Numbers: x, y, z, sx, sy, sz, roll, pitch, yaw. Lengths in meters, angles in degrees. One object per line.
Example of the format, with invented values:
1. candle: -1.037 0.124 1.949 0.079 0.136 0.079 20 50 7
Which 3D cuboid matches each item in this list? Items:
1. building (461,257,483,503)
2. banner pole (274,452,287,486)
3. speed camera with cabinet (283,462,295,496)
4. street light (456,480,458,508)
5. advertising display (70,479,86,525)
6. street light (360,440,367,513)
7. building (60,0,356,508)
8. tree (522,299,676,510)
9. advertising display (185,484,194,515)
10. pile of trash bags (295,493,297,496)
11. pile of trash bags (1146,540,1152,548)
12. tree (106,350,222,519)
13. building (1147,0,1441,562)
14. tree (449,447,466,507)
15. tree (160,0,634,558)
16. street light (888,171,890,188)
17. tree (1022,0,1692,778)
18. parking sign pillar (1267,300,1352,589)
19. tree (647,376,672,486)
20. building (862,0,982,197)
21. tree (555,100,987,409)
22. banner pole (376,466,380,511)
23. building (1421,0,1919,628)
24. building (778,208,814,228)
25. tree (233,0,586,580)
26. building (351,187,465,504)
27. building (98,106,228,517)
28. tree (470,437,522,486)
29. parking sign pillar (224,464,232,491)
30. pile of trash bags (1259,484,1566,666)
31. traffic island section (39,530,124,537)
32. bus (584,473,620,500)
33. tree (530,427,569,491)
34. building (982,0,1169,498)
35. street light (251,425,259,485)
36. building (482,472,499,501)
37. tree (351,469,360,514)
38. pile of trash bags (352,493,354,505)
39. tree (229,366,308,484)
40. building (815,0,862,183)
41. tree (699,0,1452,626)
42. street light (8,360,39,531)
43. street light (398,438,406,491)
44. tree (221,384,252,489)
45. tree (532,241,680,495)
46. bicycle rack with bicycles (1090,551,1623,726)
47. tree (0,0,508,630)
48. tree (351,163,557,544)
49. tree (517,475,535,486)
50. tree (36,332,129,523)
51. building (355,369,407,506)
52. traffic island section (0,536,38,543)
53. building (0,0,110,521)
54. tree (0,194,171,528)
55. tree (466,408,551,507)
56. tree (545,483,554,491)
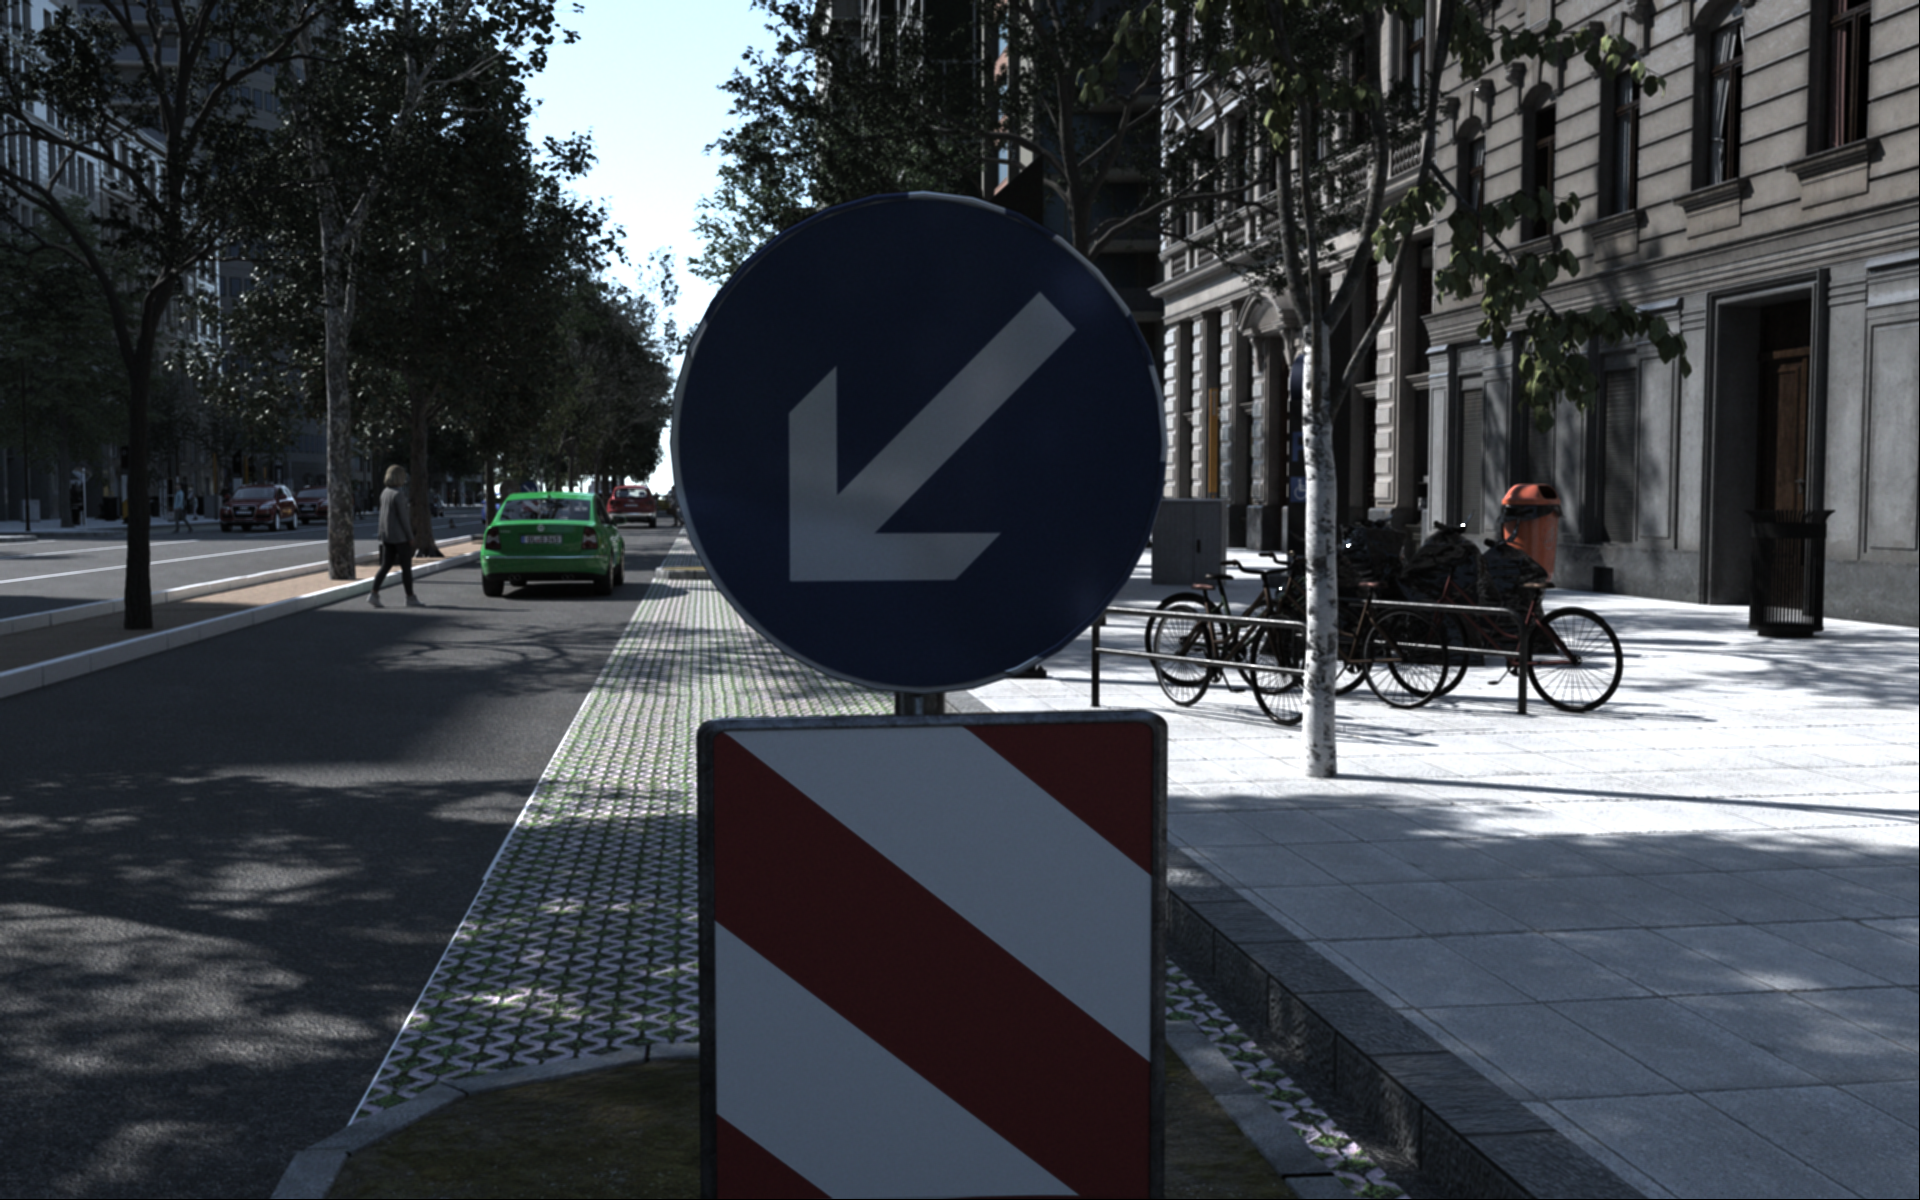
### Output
1. building: -80.616 -38.093 246.513 21.300 48.544 21.600 -1 4 -8
2. banner pole: -40.811 -6.988 104.269 0.863 3.779 0.401 -1 4 -19
3. speed camera with cabinet: -41.331 -6.864 106.566 0.660 3.252 2.038 -1 4 -16
4. street light: -47.853 -11.725 164.491 0.468 5.910 1.993 -1 4 -8
5. advertising display: -36.559 -4.059 71.581 0.974 1.923 0.123 1 4 20
6. street light: -40.887 -8.936 118.894 0.468 5.910 1.993 -1 4 -8
7. building: -64.856 -36.879 144.966 21.231 58.520 28.212 -1 4 -8
8. tree: -22.142 -12.173 108.135 9.857 13.997 8.962 0 3 0
9. advertising display: -48.502 -6.350 109.035 0.123 1.923 0.974 0 4 -1
10. pile of trash bags: -46.875 -6.797 120.876 1.912 1.369 3.447 0 4 -3
11. pile of trash bags: 3.159 -1.986 42.229 1.912 1.369 3.447 -2 4 -31
12. tree: -40.209 -8.385 87.462 4.360 8.622 3.978 0 3 0
13. building: 11.590 -12.799 38.140 11.050 23.489 19.941 -1 4 -8
14. tree: -49.763 -13.819 176.305 4.737 8.622 4.395 0 3 0
15. tree: -12.181 -7.293 38.699 9.611 12.733 9.660 0 3 0
16. street light: -1.103 -3.188 24.907 0.468 5.910 1.993 -1 4 -8
17. tree: 1.519 -3.490 7.432 4.737 8.622 4.395 0 3 0
18. parking sign pillar: 4.929 -2.156 23.728 1.447 3.967 1.447 2 4 32
19. tree: -23.728 -12.179 118.587 9.611 12.733 9.660 0 3 0
20. building: 0.310 -43.691 152.600 20.563 71.187 20.611 -1 4 -8
21. tree: -3.131 -7.221 43.818 9.928 11.665 9.643 0 3 0
22. banner pole: -44.750 -8.773 133.463 0.401 3.779 0.863 0 4 -6
23. building: 13.406 -10.401 19.208 9.793 20.994 18.267 -1 4 -8
24. building: -15.877 -37.000 259.581 22.147 44.769 28.867 -1 4 -8
25. tree: -8.985 -10.354 27.632 12.611 20.169 13.585 0 3 0
26. building: -74.145 -33.400 229.691 14.154 41.232 14.086 -1 4 -8
27. building: -54.755 -18.923 106.661 12.463 27.353 25.104 -1 4 -8
28. tree: -54.401 -18.393 207.375 9.857 13.997 8.962 0 3 0
29. parking sign pillar: -52.746 -8.274 123.748 1.447 3.967 1.447 0 4 7
30. pile of trash bags: 4.103 -0.287 14.438 1.912 1.369 3.447 3 5 43
31. traffic island section: -30.120 -2.282 59.590 2.009 0.180 2.903 -1 4 -8
32. bus: -33.507 -10.552 164.073 2.896 3.916 12.252 0 4 -7
33. tree: -62.457 -20.891 259.701 7.486 12.596 7.792 0 3 0
34. building: 13.957 -26.162 82.366 28.867 44.769 22.147 -1 4 -8
35. street light: -36.547 -7.138 89.489 0.468 5.910 1.993 -1 4 -8
36. building: -87.652 -41.644 270.112 28.713 52.752 27.495 -1 4 -8
37. tree: -40.281 -7.305 114.033 1.663 3.219 1.824 0 3 0
38. pile of trash bags: -46.119 -7.223 127.850 3.447 1.369 1.912 0 4 6
39. tree: -38.313 -8.884 95.619 4.737 8.622 4.395 0 3 0
40. building: -0.513 -36.005 177.920 28.713 52.752 27.495 -1 4 -8
41. tree: 0.944 -5.030 16.651 7.601 10.594 8.767 0 4 0
42. street light: -32.246 -5.319 59.749 0.468 5.910 1.993 -1 4 -8
43. street light: -43.462 -9.932 135.183 0.468 5.910 1.993 -1 4 -8
44. tree: -45.532 -9.577 106.950 4.360 8.622 3.978 0 3 0
45. tree: -17.848 -10.174 79.178 12.009 13.543 11.850 0 3 0
46. bicycle rack with bicycles: 2.060 0.179 10.459 2.852 0.926 2.925 -2 4 -35
47. tree: -8.659 -4.940 17.645 8.767 10.594 7.601 -1 4 -8
48. tree: -13.577 -7.424 49.594 9.928 11.665 9.643 0 3 0
49. tree: -57.565 -14.967 228.423 4.285 4.588 4.351 0 3 0
50. tree: -39.273 -7.783 77.620 4.737 8.622 4.395 0 3 0
51. building: -72.419 -20.107 173.789 27.650 21.520 28.899 -1 4 -8
52. traffic island section: -28.944 -1.799 51.691 2.009 0.180 2.903 -1 4 -8
53. building: -50.198 -18.475 79.559 11.434 29.767 29.804 -1 4 -8
54. tree: -34.017 -9.016 65.541 7.486 12.596 7.792 0 3 0
55. tree: -15.238 -6.719 62.678 4.737 8.622 4.395 0 3 0
56. tree: -64.800 -17.108 274.312 1.663 3.219 1.824 0 3 0
